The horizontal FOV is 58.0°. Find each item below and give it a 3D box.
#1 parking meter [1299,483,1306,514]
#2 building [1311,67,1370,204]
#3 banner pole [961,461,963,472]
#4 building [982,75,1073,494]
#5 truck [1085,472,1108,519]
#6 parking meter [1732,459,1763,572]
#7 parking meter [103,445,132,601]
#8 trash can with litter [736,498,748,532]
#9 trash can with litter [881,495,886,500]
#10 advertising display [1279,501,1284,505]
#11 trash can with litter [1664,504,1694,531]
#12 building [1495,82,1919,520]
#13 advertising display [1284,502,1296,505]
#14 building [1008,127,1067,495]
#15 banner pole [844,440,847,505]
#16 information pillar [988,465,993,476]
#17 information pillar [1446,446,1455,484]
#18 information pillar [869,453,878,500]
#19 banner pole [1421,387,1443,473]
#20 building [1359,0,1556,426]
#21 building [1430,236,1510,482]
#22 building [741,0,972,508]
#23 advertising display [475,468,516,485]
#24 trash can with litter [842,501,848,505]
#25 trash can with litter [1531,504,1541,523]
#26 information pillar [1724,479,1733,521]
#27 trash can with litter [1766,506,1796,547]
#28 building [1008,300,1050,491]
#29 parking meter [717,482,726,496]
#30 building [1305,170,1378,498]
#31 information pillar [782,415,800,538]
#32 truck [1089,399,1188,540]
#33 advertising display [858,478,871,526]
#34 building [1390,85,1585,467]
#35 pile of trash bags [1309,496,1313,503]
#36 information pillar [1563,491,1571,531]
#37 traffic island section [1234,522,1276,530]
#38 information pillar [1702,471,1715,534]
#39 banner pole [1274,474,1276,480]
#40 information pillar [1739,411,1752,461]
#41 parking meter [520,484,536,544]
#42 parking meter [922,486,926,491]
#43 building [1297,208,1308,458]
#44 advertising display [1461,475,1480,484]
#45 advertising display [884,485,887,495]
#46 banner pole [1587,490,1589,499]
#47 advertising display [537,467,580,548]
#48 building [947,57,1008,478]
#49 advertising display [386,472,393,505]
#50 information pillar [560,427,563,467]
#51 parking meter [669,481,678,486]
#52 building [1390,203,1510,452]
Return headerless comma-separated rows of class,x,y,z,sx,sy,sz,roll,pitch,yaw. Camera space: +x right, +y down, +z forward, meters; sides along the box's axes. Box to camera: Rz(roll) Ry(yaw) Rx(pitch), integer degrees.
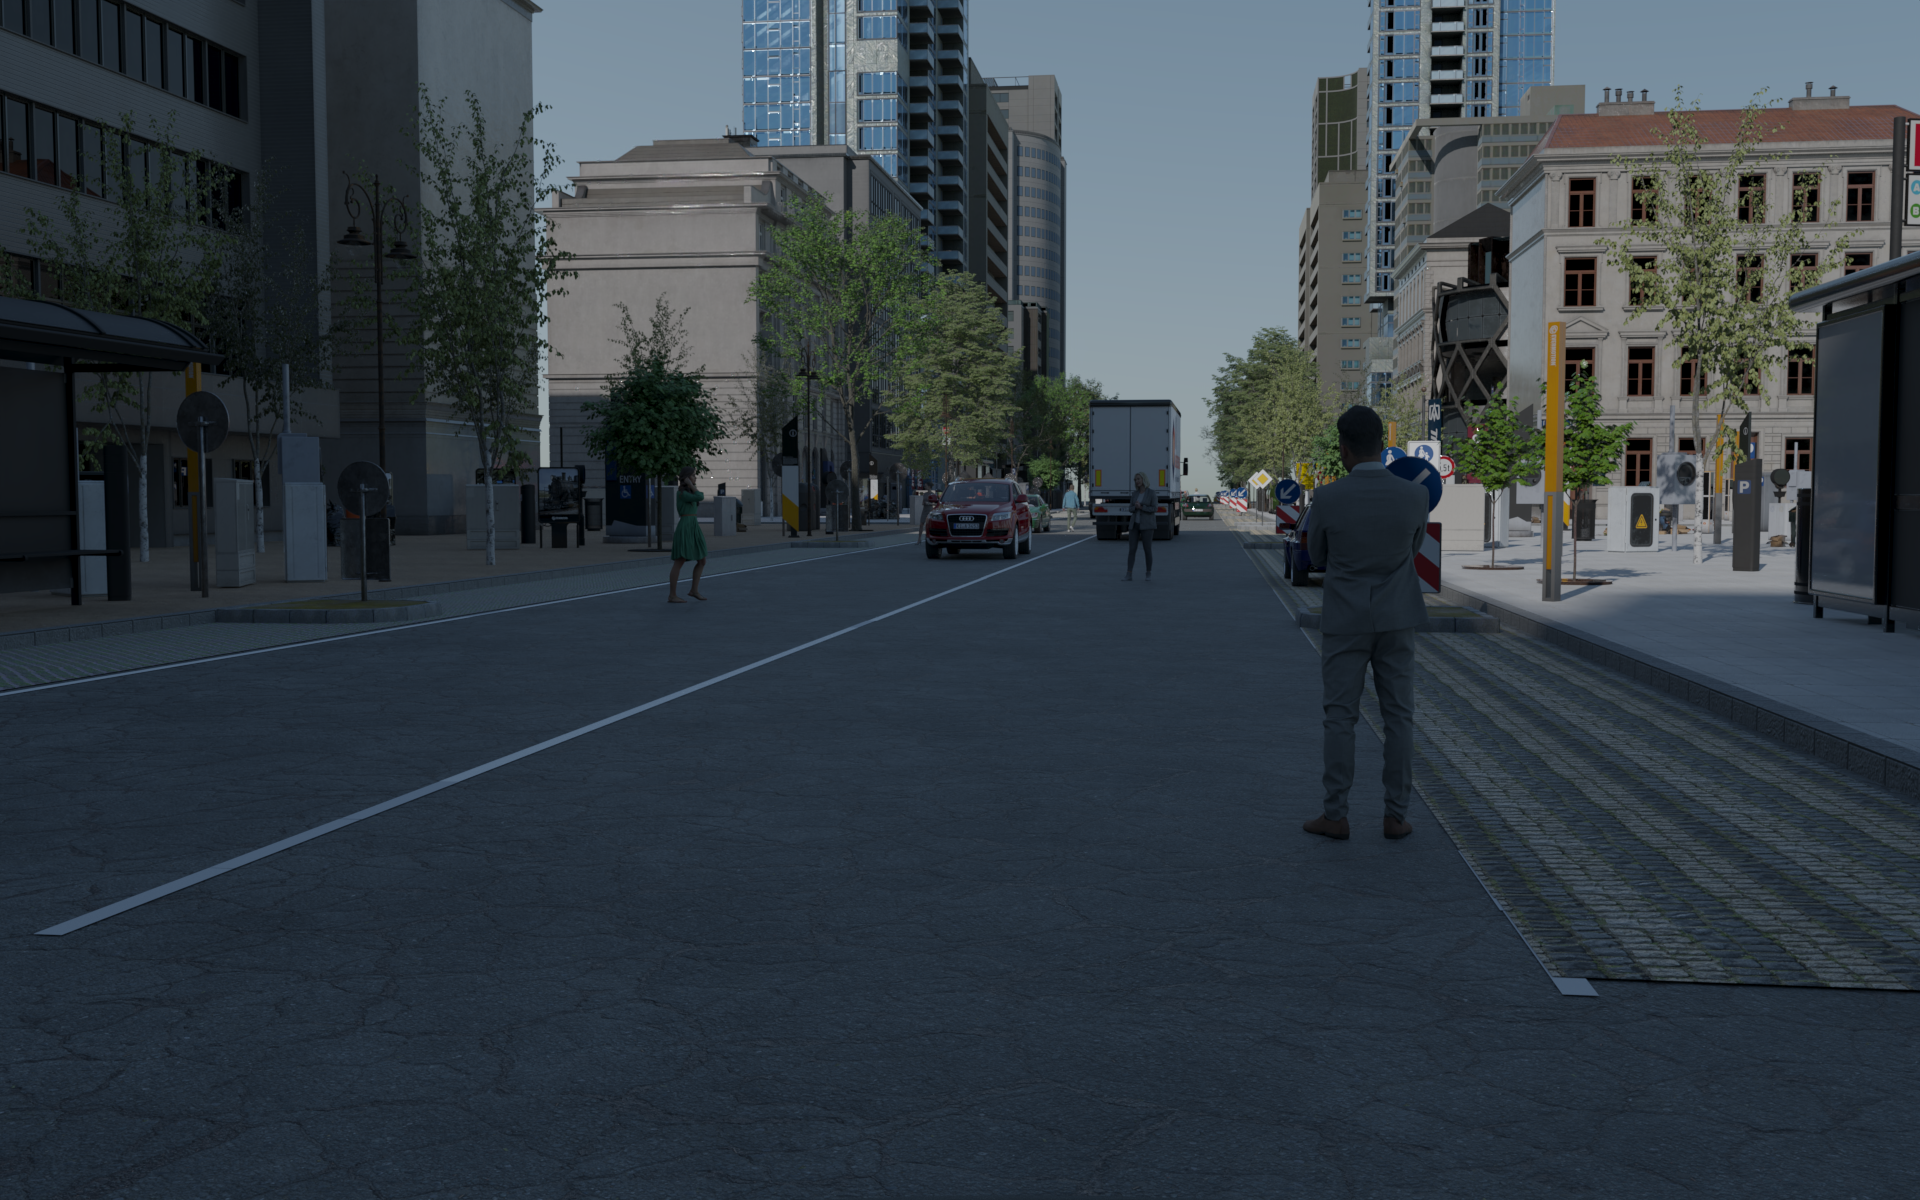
parking meter,17.785,-5.173,90.296,0.255,1.863,0.399,-3,5,-40
building,68.420,-52.425,295.392,20.563,71.187,20.611,0,4,8
banner pole,0.090,-6.472,95.831,0.401,3.779,0.863,0,4,6
building,9.239,-52.793,301.409,20.563,71.187,20.611,0,4,8
truck,9.189,-7.065,104.420,2.839,4.237,11.283,0,4,7
parking meter,13.064,-1.410,28.770,0.255,1.863,0.399,-3,4,-38
parking meter,-10.160,-0.928,20.886,0.255,1.863,0.399,-2,4,-24
trash can with litter,-7.518,-2.902,58.828,0.624,1.170,1.055,-2,4,-33
trash can with litter,-7.758,-8.384,148.143,2.233,1.210,1.678,-3,4,-37
advertising display,16.645,-5.190,90.066,0.123,1.923,0.974,1,4,9
trash can with litter,25.422,-3.046,60.867,2.233,1.210,1.678,0,4,-7
building,39.690,-15.555,90.477,21.152,22.565,11.583,0,4,8
advertising display,17.439,-5.270,91.375,0.974,1.923,0.123,-2,4,-28
building,5.405,-44.999,277.728,21.231,58.520,28.212,0,4,8
banner pole,-5.308,-5.516,80.197,0.401,3.779,0.863,0,4,-7
information pillar,2.318,-8.765,134.655,0.504,3.616,0.183,3,4,38
information pillar,21.690,-5.214,76.605,0.183,3.616,0.504,-2,4,-24
information pillar,-4.997,-6.634,99.819,0.504,3.616,0.183,0,4,5
banner pole,10.910,-3.074,40.274,0.401,3.779,0.863,-2,4,-24
building,54.842,-54.017,195.846,22.319,86.520,31.000,0,4,8
building,41.468,-15.512,121.068,16.820,18.784,16.811,0,4,8
building,-9.914,-52.477,170.671,22.319,86.520,31.000,0,4,8
advertising display,-11.551,-2.319,43.130,0.974,1.923,0.123,-1,4,-20
trash can with litter,-6.983,-5.410,99.843,1.055,1.170,0.624,3,4,37
trash can with litter,25.498,-3.943,75.856,1.055,1.170,0.624,-1,4,-15
information pillar,37.208,-4.849,83.777,0.304,2.012,0.304,-1,4,-14
trash can with litter,20.009,-1.856,41.732,1.055,1.170,0.624,3,5,41
building,5.661,-29.695,257.219,14.160,30.474,14.107,0,4,8
parking meter,-11.736,-4.866,85.270,0.399,1.863,0.255,-1,4,-17
building,62.521,-38.524,253.571,21.300,48.544,21.600,0,4,8
information pillar,-4.972,-3.641,50.877,0.504,3.616,0.183,0,4,-6
truck,5.936,-4.160,56.926,2.839,4.237,11.283,1,4,9
advertising display,-3.960,-4.010,70.784,0.123,1.923,0.974,-3,4,-37
building,55.667,-29.208,169.427,32.217,40.220,23.993,0,4,8
pile of trash bags,28.389,-7.893,138.805,1.912,1.369,3.447,2,4,33
information pillar,21.141,-4.235,60.594,0.183,3.616,0.504,-2,4,-33
traffic island section,13.338,-3.396,77.813,2.009,0.180,2.903,0,4,8
information pillar,24.072,-3.139,55.808,0.304,2.012,0.304,-3,5,-43
banner pole,26.179,-9.423,144.076,0.401,3.779,0.863,2,4,25
information pillar,22.314,-3.542,49.268,0.183,3.616,0.504,0,4,-6
parking meter,-11.180,-2.228,44.831,0.372,1.533,0.369,0,3,0
parking meter,-2.702,-7.627,130.411,0.255,1.863,0.399,-1,4,-18
building,65.015,-39.838,275.055,21.300,48.544,21.600,0,4,8
advertising display,16.749,-3.155,56.806,0.123,1.923,0.974,-1,4,-16
advertising display,-5.197,-7.051,120.501,0.123,1.923,0.974,0,4,-6
banner pole,25.072,-4.795,68.422,0.863,3.779,0.401,1,4,18
advertising display,-9.512,-2.193,41.069,0.974,1.923,0.123,-1,4,-14
building,-6.257,-35.115,197.826,21.300,48.544,21.600,0,4,8
advertising display,-16.724,-2.719,49.664,0.123,1.923,0.974,3,5,42
information pillar,-13.934,-4.237,60.627,0.183,3.616,0.504,-1,4,-12
parking meter,-8.150,-2.652,49.075,0.255,1.863,0.399,1,4,12
building,41.215,-18.997,139.483,11.050,23.489,19.941,0,4,8
